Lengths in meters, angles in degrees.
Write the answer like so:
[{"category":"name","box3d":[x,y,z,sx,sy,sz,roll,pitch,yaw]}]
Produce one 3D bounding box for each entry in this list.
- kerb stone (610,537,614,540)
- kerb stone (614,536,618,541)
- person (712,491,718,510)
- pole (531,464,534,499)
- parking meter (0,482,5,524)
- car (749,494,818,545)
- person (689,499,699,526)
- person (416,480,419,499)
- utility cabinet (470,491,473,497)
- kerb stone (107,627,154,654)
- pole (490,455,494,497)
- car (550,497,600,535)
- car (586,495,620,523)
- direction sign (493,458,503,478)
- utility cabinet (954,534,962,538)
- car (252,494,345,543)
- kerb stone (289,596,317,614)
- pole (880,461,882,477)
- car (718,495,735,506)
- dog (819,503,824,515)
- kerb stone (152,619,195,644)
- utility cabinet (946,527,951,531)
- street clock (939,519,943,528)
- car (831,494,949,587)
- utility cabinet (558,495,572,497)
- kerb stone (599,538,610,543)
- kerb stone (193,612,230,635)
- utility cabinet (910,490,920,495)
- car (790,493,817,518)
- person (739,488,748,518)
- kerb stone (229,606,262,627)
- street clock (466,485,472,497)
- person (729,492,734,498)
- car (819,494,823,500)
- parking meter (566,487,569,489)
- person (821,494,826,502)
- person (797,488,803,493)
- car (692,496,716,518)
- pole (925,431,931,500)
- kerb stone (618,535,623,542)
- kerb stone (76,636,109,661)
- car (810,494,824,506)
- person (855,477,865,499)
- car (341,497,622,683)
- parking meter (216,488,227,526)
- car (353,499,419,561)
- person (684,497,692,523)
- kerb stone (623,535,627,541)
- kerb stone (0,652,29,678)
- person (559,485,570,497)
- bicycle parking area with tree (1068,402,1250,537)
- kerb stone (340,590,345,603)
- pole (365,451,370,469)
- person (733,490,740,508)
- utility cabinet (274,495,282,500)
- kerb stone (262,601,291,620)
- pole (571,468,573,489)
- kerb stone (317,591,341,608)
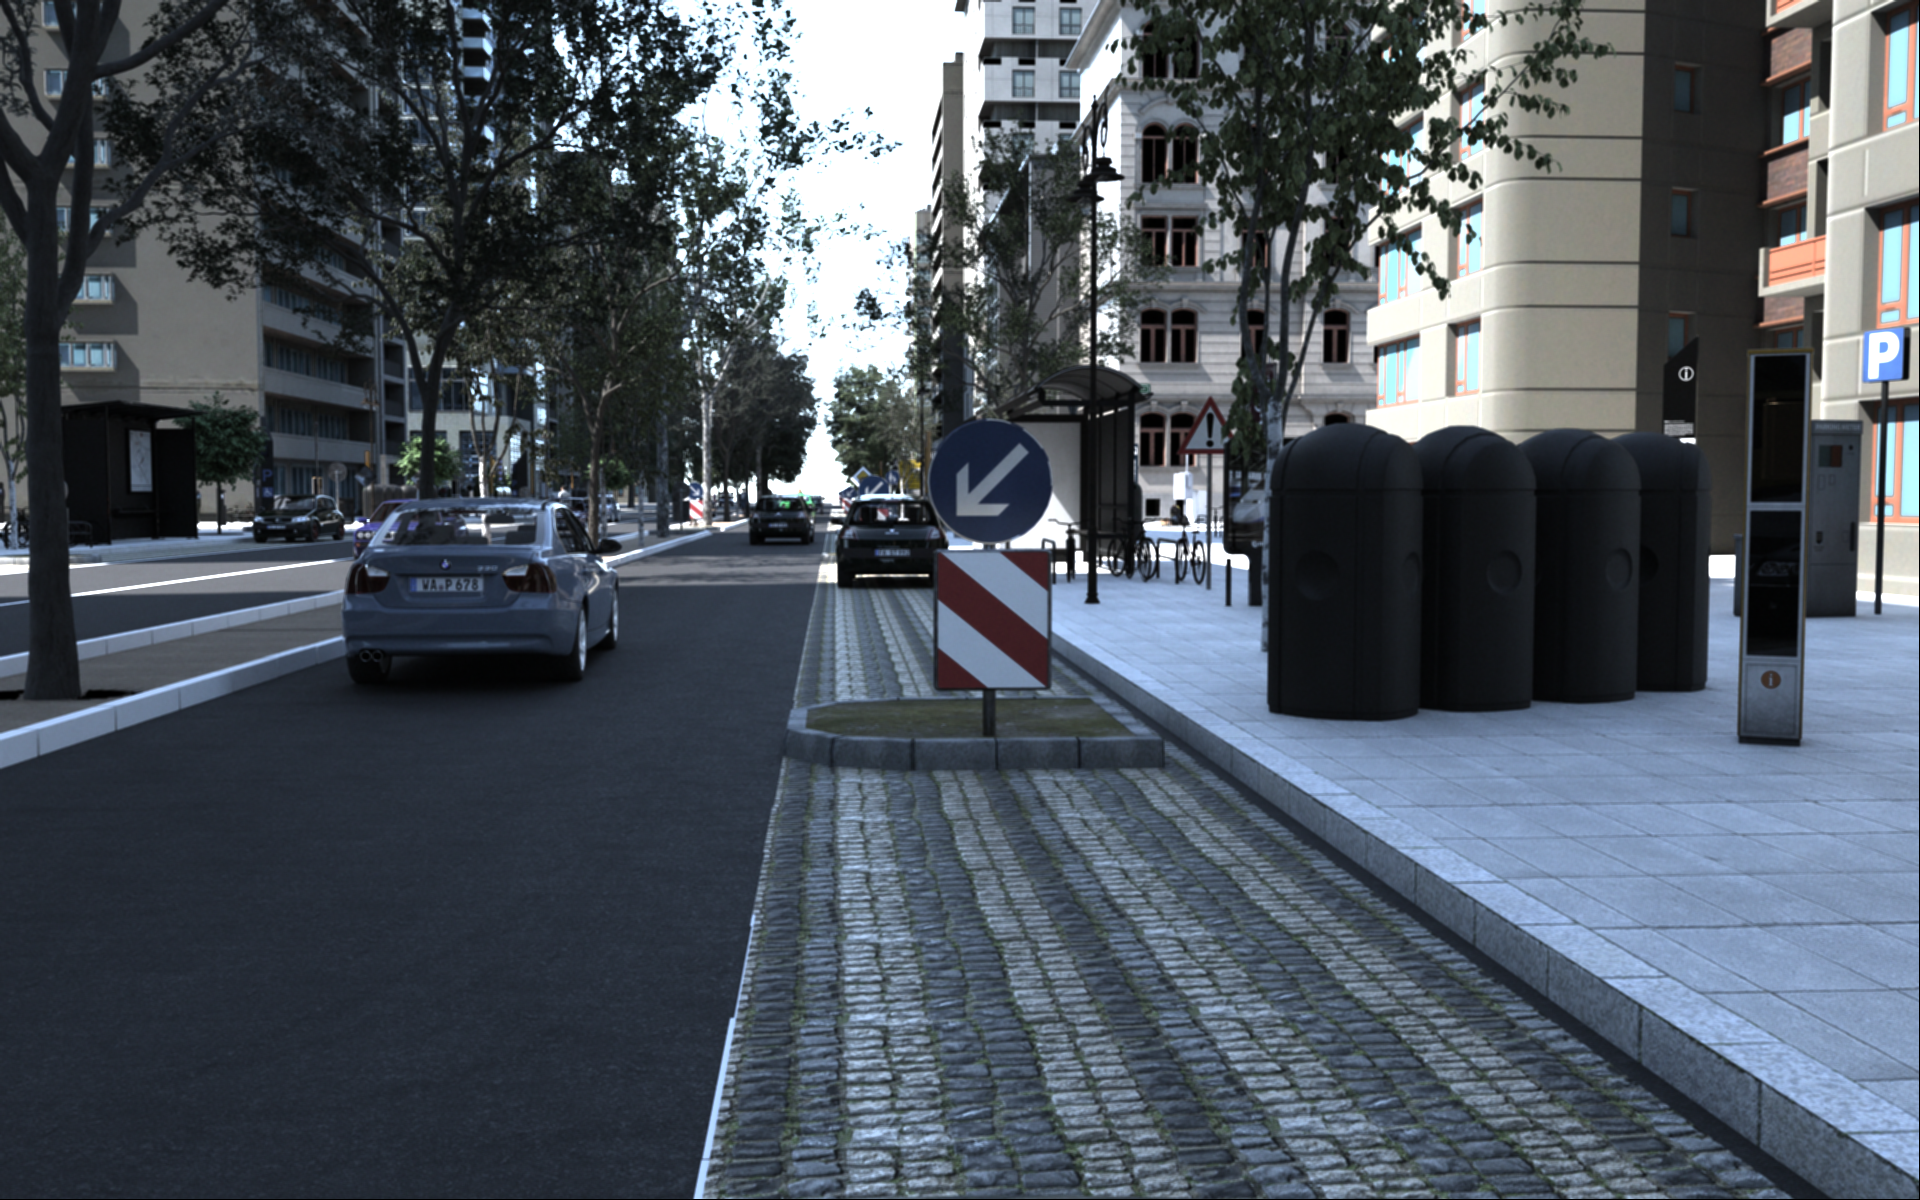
[{"category":"kerb stone","box3d":[-10.115,-1.676,49.660,0.120,0.150,1.000,0,4,-4]},{"category":"kerb stone","box3d":[-10.191,-1.740,50.680,0.120,0.150,1.000,0,4,-4]},{"category":"person","box3d":[-21.767,-8.805,153.386,0.541,1.710,0.530,3,5,41]},{"category":"pole","box3d":[-28.864,-7.525,116.878,0.158,3.312,0.155,0,3,0]},{"category":"parking meter","box3d":[-41.571,-4.234,74.941,0.399,1.863,0.255,-3,5,-39]},{"category":"car","box3d":[-5.169,-2.490,50.505,2.009,1.686,4.222,0,4,-2]},{"category":"person","box3d":[-11.463,-3.799,74.881,0.640,1.303,0.475,1,4,18]},{"category":"person","box3d":[-14.929,-2.423,48.218,0.850,1.850,0.679,0,4,5]},{"category":"utility cabinet","box3d":[-30.723,-6.238,110.670,1.173,1.500,0.318,1,4,11]},{"category":"kerb stone","box3d":[-7.672,0.387,15.882,0.120,0.150,1.000,0,4,-4]},{"category":"pole","box3d":[-24.652,-5.955,91.211,0.158,3.312,0.155,0,3,0]},{"category":"car","box3d":[-13.312,-2.823,58.743,1.945,1.354,3.894,0,4,-2]},{"category":"car","box3d":[-18.174,-4.600,87.210,2.014,1.417,4.499,0,4,-5]},{"category":"direction sign","box3d":[-29.175,-7.163,109.114,0.876,3.537,0.379,1,4,23]},{"category":"utility cabinet","box3d":[0.169,-2.423,50.778,0.306,1.237,1.020,-2,4,-29]},{"category":"car","box3d":[-19.845,-2.583,52.018,2.009,1.686,4.222,0,4,-3]},{"category":"kerb stone","box3d":[-8.034,0.073,20.995,0.120,0.150,1.000,0,4,-4]},{"category":"pole","box3d":[-4.847,-6.881,106.345,0.158,3.312,0.155,0,3,0]},{"category":"car","box3d":[-27.430,-11.668,203.355,1.945,1.354,3.894,0,4,-5]},{"category":"dog","box3d":[-9.696,-6.318,120.140,0.513,0.831,0.800,2,4,35]},{"category":"kerb stone","box3d":[-7.742,0.325,16.902,0.120,0.150,1.000,0,4,-4]},{"category":"utility cabinet","box3d":[-0.128,-3.098,59.336,1.173,1.500,0.318,-2,4,-30]},{"category":"street clock","box3d":[-0.587,-3.082,54.962,0.358,2.002,0.471,2,4,28]},{"category":"car","box3d":[-1.091,-1.105,27.849,2.009,1.686,4.222,0,4,-2]},{"category":"utility cabinet","box3d":[-26.615,-6.451,116.634,1.020,1.237,0.306,2,4,32]},{"category":"kerb stone","box3d":[-10.036,-1.617,48.634,0.120,0.150,1.000,0,4,-4]},{"category":"kerb stone","box3d":[-7.814,0.261,17.926,0.120,0.150,1.000,0,4,-4]},{"category":"utility cabinet","box3d":[-2.359,-5.005,90.512,0.318,1.500,1.173,-1,4,-16]},{"category":"car","box3d":[-7.988,-4.668,85.112,1.959,1.807,4.718,0,4,-4]},{"category":"person","box3d":[-12.864,-5.785,103.112,0.581,1.822,0.654,2,4,30]},{"category":"kerb stone","box3d":[-7.891,0.199,18.948,0.120,0.150,1.000,0,4,-4]},{"category":"street clock","box3d":[-40.279,-8.415,142.161,0.471,2.002,0.358,-2,4,-25]},{"category":"person","box3d":[-34.109,-15.134,255.943,1.348,1.824,0.705,1,4,18]},{"category":"car","box3d":[-17.196,-12.047,207.188,2.015,1.641,3.980,0,4,-5]},{"category":"parking meter","box3d":[-30.757,-7.964,135.915,0.399,1.863,0.255,-1,4,-18]},{"category":"person","box3d":[-19.935,-14.707,252.147,0.799,1.438,0.628,0,4,-4]},{"category":"person","box3d":[-10.611,-6.504,114.823,0.580,1.828,0.573,3,4,39]},{"category":"car","box3d":[-15.336,-5.458,101.819,1.945,1.354,3.894,0,4,-2]},{"category":"pole","box3d":[-1.037,-3.810,56.135,0.158,3.312,0.155,0,3,0]},{"category":"kerb stone","box3d":[-10.262,-1.805,51.709,0.120,0.150,1.000,0,4,-4]},{"category":"kerb stone","box3d":[-7.597,0.449,14.856,0.120,0.150,1.000,0,4,-4]},{"category":"car","box3d":[-15.289,-10.381,181.738,2.014,1.417,4.499,0,4,-3]},{"category":"person","box3d":[-2.127,-1.808,38.251,0.419,1.800,0.721,-1,4,-8]},{"category":"car","box3d":[-3.892,-0.152,14.494,2.014,1.417,4.499,0,4,-6]},{"category":"parking meter","box3d":[-29.976,-3.785,70.295,0.372,1.533,0.369,0,3,0]},{"category":"car","box3d":[-11.247,-1.408,35.602,1.945,1.354,3.894,0,4,-6]},{"category":"person","box3d":[-13.172,-4.598,84.033,0.694,1.780,0.624,2,4,32]},{"category":"kerb stone","box3d":[-10.339,-1.867,52.729,0.120,0.150,1.000,0,4,-4]},{"category":"kerb stone","box3d":[-7.519,0.514,13.832,0.120,0.150,1.000,0,4,-4]},{"category":"person","box3d":[-18.575,-4.470,81.435,0.661,1.843,0.795,-3,5,-42]},{"category":"bicycle parking area with tree","box3d":[6.069,-4.033,52.939,8.231,4.147,9.016,1,4,12]},{"category":"kerb stone","box3d":[-8.187,-0.052,23.051,0.120,0.150,1.000,0,4,-4]},{"category":"pole","box3d":[-27.967,-5.381,81.825,0.158,3.312,0.155,0,3,0]},{"category":"person","box3d":[-23.177,-10.540,180.968,0.705,1.807,1.348,3,4,36]},{"category":"utility cabinet","box3d":[-31.145,-4.159,79.163,1.020,1.237,0.306,-2,4,-29]},{"category":"kerb stone","box3d":[-7.964,0.138,19.968,0.120,0.150,1.000,0,4,-4]},{"category":"pole","box3d":[-30.775,-8.784,137.469,0.158,3.312,0.155,0,3,0]},{"category":"kerb stone","box3d":[-8.105,0.016,22.020,0.120,0.150,1.000,0,4,-4]}]
